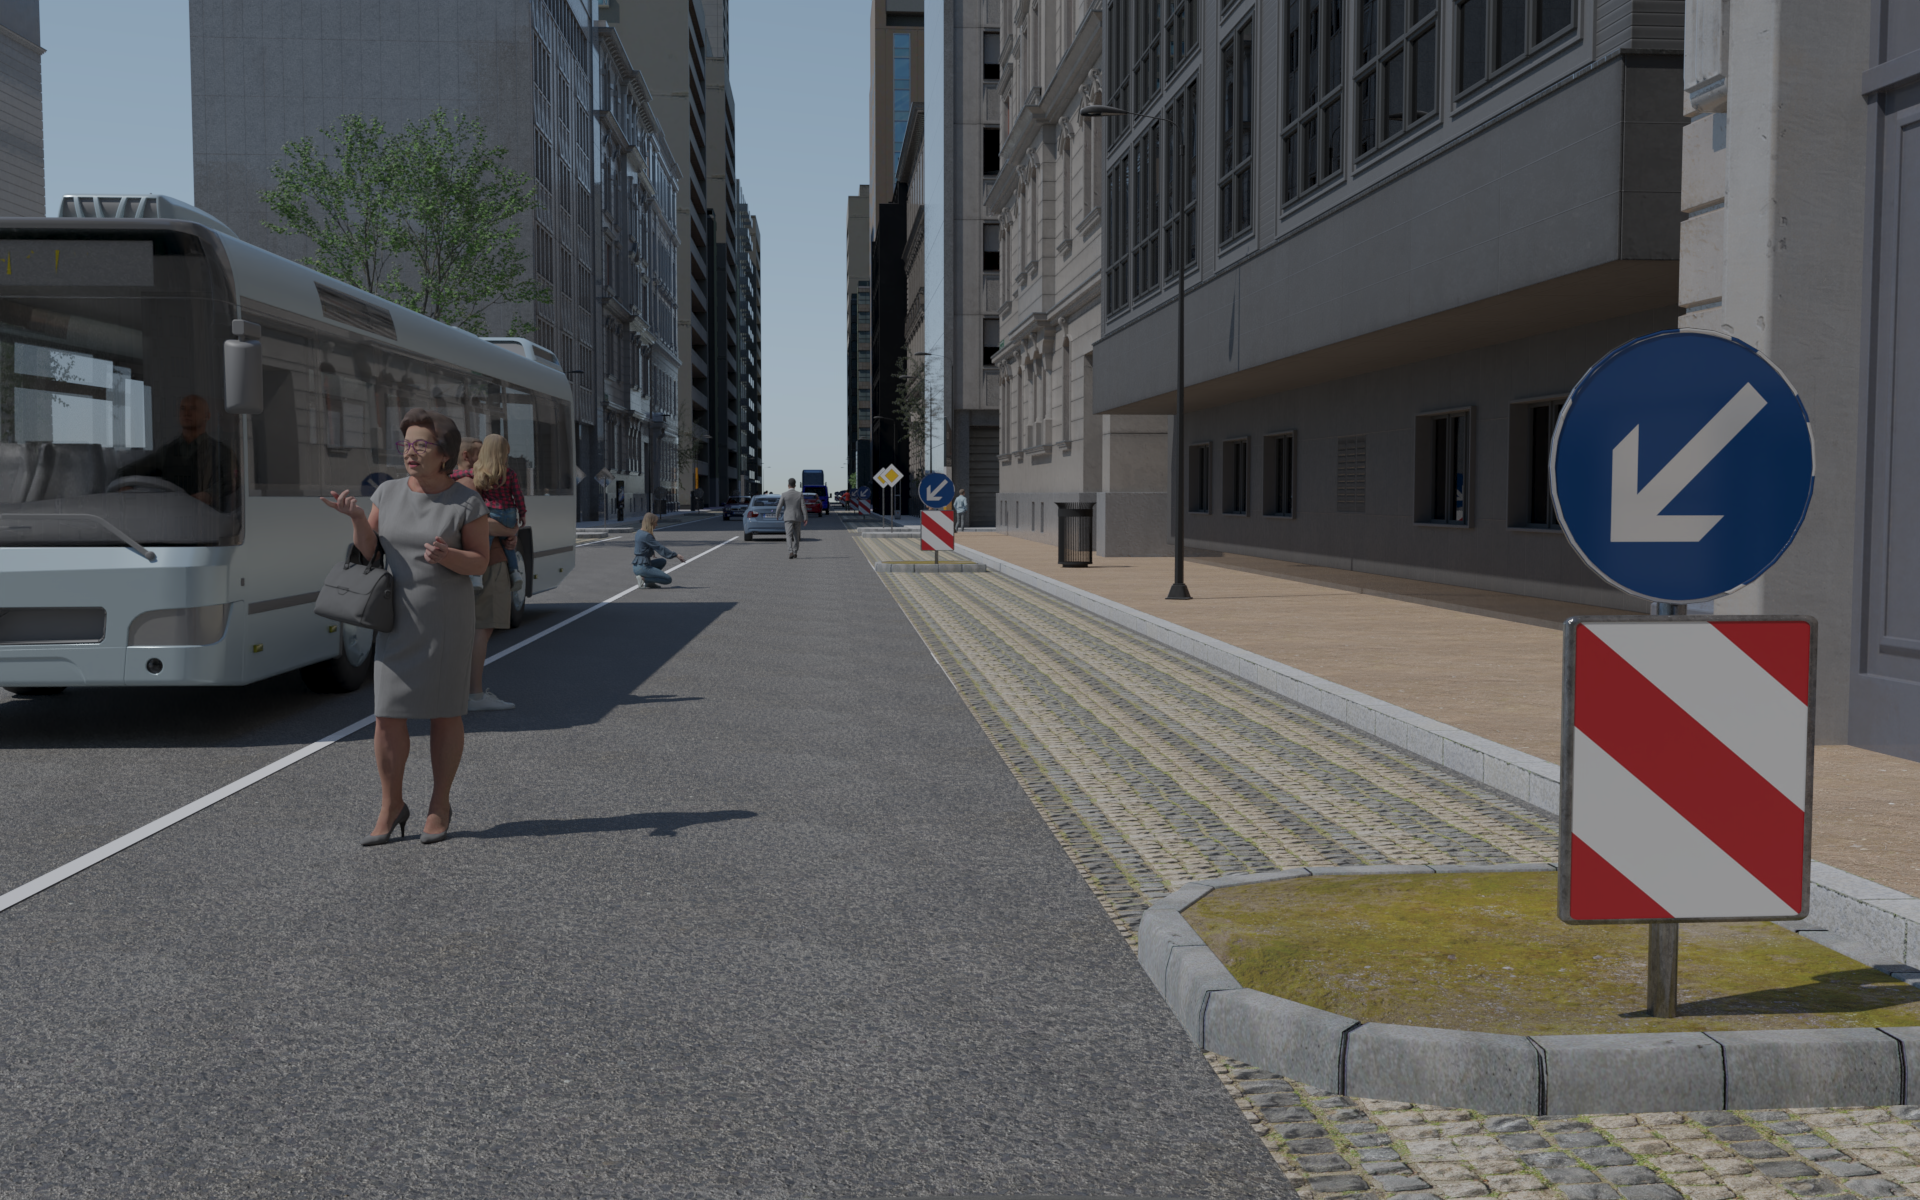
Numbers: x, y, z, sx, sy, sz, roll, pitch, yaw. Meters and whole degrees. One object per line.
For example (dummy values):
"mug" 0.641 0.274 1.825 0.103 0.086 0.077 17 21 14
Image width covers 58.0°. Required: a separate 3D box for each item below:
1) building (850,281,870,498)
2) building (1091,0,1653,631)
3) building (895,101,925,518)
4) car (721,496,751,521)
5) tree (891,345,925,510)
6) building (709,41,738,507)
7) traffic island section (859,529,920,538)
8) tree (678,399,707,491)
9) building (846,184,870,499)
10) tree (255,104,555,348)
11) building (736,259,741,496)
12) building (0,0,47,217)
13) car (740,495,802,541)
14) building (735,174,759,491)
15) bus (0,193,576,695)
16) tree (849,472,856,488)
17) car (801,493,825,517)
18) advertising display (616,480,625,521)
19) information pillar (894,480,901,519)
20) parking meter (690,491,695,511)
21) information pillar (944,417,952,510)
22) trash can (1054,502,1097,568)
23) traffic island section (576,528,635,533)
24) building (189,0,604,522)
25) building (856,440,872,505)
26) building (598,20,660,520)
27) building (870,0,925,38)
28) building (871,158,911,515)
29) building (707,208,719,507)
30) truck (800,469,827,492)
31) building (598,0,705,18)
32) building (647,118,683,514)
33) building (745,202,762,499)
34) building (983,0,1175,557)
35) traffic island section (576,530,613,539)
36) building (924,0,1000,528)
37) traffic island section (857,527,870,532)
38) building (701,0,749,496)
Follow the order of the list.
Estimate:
"building" -8.716 -29.207 249.234 14.160 30.474 14.107 0 4 -5
"building" 10.472 -13.968 21.879 14.314 27.812 24.014 0 4 -5
"building" 2.431 -16.216 94.016 11.050 23.489 19.941 0 4 -5
"car" -12.010 -5.005 94.417 1.945 1.354 3.894 0 4 -5
"tree" -1.419 -7.992 81.035 4.360 8.622 3.978 0 3 0
"building" -35.072 -34.300 184.501 21.300 48.544 21.600 0 4 -5
"traffic island section" -2.231 -2.140 57.277 2.009 0.180 2.903 0 4 -5
"tree" -21.563 -11.086 131.623 4.360 8.622 3.978 0 3 0
"building" -6.620 -39.330 266.747 21.300 48.544 21.600 0 4 -5
"tree" -14.978 -7.428 47.202 9.928 11.665 9.643 0 3 0
"building" -33.279 -26.412 203.542 14.160 30.474 14.107 0 4 -5
"building" -52.485 -17.626 65.682 29.804 29.767 11.434 0 4 -5
"car" -5.858 -2.571 54.043 2.014 1.417 4.499 0 4 -6
"building" -42.160 -38.975 256.851 23.786 49.044 30.456 0 4 -5
"bus" -5.745 -1.246 15.225 2.948 3.499 13.247 0 4 -3
"tree" -12.756 -14.656 223.339 4.285 4.588 4.351 0 3 0
"car" -9.532 -6.084 108.510 2.155 1.783 4.494 0 4 -4
"advertising display" -16.013 -4.675 81.642 0.123 1.923 0.974 0 4 5
"information pillar" -3.157 -5.077 87.502 0.304 2.012 0.304 0 4 -7
"parking meter" -20.052 -7.438 130.018 0.372 1.533 0.369 0 3 0
"information pillar" -0.381 -3.748 52.638 0.183 3.616 0.504 1 4 20
"trash can" 2.015 -1.138 30.265 0.748 1.137 0.748 0 3 0
"traffic island section" -13.219 -2.578 64.427 2.009 0.180 2.903 0 4 -5
"building" -22.426 -15.582 72.788 12.078 24.808 19.932 0 4 -5
"building" -0.584 -54.187 198.625 22.319 86.520 31.000 0 4 -5
"building" -24.259 -18.771 94.300 14.401 28.519 23.554 0 4 -5
"building" -1.070 -31.369 162.999 14.600 45.320 14.200 0 4 -5
"building" 0.694 -17.255 111.791 12.332 23.373 15.834 0 4 -5
"building" -30.900 -24.203 167.420 14.160 30.474 14.107 0 4 -5
"truck" -15.695 -11.850 183.509 2.967 4.110 18.799 0 4 -4
"building" -33.131 -32.102 148.569 21.300 48.544 21.600 0 4 -5
"building" -26.104 -20.240 116.827 13.634 28.700 20.117 0 4 -5
"building" -43.516 -40.313 282.819 21.300 48.544 21.600 0 4 -5
"building" 8.257 -15.801 45.739 14.401 28.519 23.554 0 4 -5
"traffic island section" -12.590 -2.091 56.466 2.009 0.180 2.903 0 4 -5
"building" 8.822 -15.493 71.329 19.932 24.808 12.078 0 4 -5
"traffic island section" -2.860 -2.627 65.237 2.009 0.180 2.903 0 4 -5
"building" -38.860 -48.478 230.870 20.563 71.187 20.611 0 4 -5
